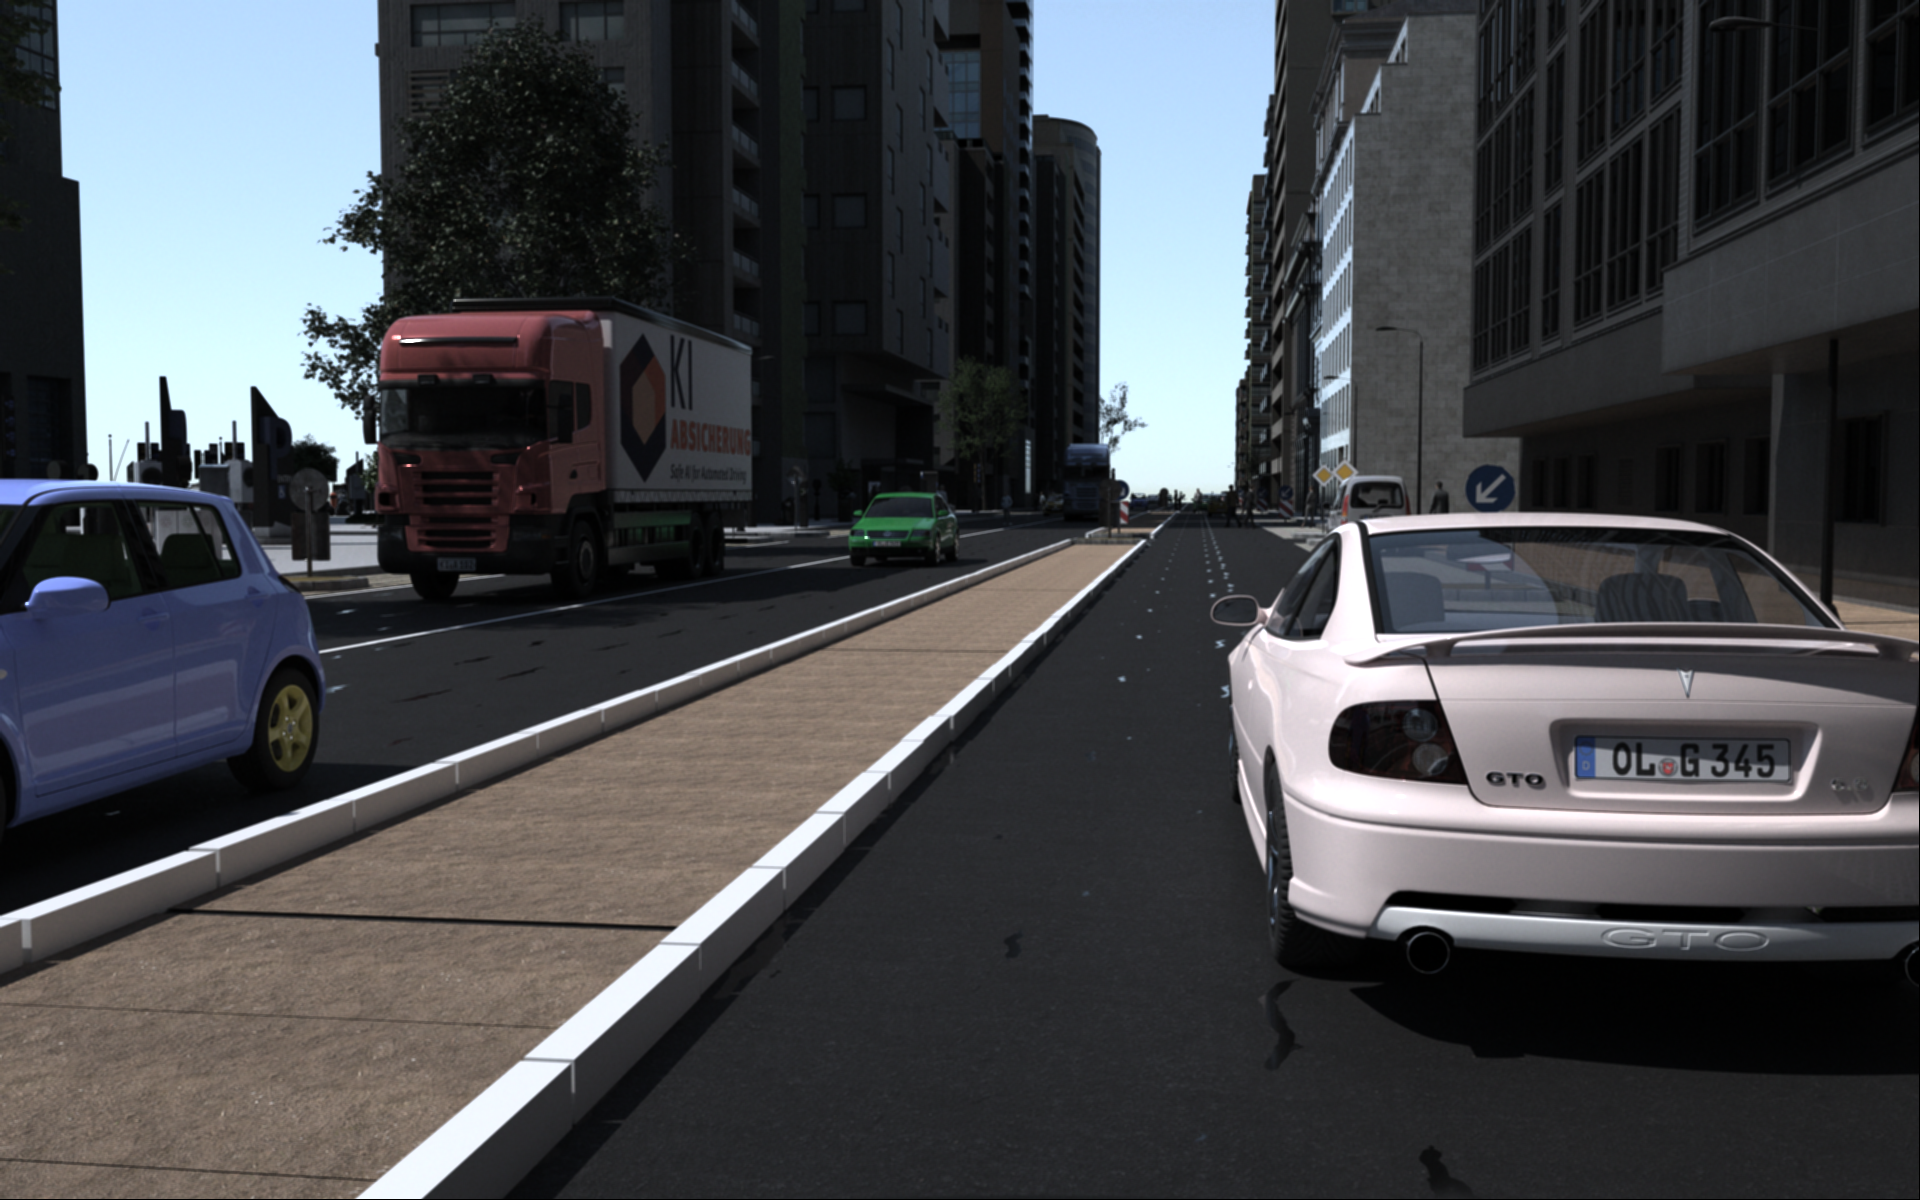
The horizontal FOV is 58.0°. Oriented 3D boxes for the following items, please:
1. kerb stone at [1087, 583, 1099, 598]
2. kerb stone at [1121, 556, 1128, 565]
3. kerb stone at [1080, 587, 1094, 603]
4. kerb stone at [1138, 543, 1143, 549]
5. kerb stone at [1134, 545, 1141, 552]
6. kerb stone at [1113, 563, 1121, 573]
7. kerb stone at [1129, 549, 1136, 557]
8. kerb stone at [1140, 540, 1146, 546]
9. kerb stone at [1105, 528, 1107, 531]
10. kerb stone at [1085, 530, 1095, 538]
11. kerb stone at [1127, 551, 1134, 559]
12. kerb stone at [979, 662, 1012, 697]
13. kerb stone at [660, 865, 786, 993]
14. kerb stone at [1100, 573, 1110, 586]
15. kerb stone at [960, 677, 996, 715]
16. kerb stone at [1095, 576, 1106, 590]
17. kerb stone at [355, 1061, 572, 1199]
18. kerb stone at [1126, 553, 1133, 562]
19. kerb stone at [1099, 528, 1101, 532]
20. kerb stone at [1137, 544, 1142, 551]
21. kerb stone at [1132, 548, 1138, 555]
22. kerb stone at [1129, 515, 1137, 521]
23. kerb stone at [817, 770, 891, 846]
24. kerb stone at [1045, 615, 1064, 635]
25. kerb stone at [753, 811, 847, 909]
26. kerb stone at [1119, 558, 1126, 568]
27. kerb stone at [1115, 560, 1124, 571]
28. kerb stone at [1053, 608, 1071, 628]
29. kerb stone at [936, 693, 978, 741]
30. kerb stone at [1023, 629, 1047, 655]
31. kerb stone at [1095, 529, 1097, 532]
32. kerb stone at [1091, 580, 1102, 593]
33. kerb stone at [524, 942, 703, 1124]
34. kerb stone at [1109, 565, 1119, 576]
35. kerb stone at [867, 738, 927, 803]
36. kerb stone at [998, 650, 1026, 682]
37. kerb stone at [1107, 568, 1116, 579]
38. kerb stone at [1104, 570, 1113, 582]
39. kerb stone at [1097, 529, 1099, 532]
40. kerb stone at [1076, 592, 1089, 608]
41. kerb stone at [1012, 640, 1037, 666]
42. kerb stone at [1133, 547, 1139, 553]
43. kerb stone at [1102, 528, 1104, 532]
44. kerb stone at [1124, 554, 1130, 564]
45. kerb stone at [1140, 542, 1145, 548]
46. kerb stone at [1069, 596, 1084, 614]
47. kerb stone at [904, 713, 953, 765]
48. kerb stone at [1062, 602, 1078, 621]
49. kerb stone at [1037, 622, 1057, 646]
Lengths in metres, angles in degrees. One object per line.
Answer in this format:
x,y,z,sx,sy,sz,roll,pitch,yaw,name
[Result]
1.778,-0.094,23.734,0.120,0.150,1.000,0,4,8,kerb stone
3.170,-0.717,33.915,0.120,0.150,1.000,0,4,8,kerb stone
1.630,-0.032,22.722,0.120,0.150,1.000,0,4,8,kerb stone
4.426,-1.269,43.090,0.120,0.150,1.000,0,4,8,kerb stone
4.147,-1.152,41.035,0.120,0.150,1.000,0,4,8,kerb stone
2.746,-0.524,30.856,0.120,0.150,1.000,0,4,8,kerb stone
3.729,-0.965,37.986,0.120,0.150,1.000,0,4,8,kerb stone
4.700,-1.402,45.116,0.120,0.150,1.000,0,4,8,kerb stone
5.345,-2.631,65.266,0.120,0.150,1.000,0,4,8,kerb stone
4.371,-2.198,58.130,0.120,0.150,1.000,0,4,8,kerb stone
3.589,-0.903,36.959,0.120,0.150,1.000,0,4,8,kerb stone
0.245,0.589,12.560,0.120,0.150,1.000,0,4,8,kerb stone
-0.732,1.024,5.448,0.120,0.150,1.000,0,4,8,kerb stone
2.192,-0.281,26.790,0.120,0.150,1.000,0,4,8,kerb stone
0.102,0.656,11.545,0.120,0.150,1.000,0,4,8,kerb stone
2.053,-0.219,25.776,0.120,0.150,1.000,0,4,8,kerb stone
-1.003,1.148,3.421,0.120,0.150,1.000,0,4,8,kerb stone
3.452,-0.841,35.946,0.120,0.150,1.000,0,4,8,kerb stone
4.789,-2.385,61.194,0.120,0.150,1.000,0,4,8,kerb stone
4.285,-1.215,42.062,0.120,0.150,1.000,0,4,8,kerb stone
3.863,-1.028,39.000,0.120,0.150,1.000,0,4,8,kerb stone
9.653,-4.559,96.732,0.120,0.150,1.000,0,4,8,kerb stone
-0.457,0.899,7.491,0.120,0.150,1.000,0,4,8,kerb stone
0.935,0.285,17.645,0.120,0.150,1.000,0,4,8,kerb stone
-0.592,0.962,6.461,0.120,0.150,1.000,0,4,8,kerb stone
3.026,-0.654,32.889,0.120,0.150,1.000,0,4,8,kerb stone
2.890,-0.592,31.876,0.120,0.150,1.000,0,4,8,kerb stone
1.074,0.217,18.666,0.120,0.150,1.000,0,4,8,kerb stone
-0.029,0.713,10.531,0.120,0.150,1.000,0,4,8,kerb stone
0.657,0.403,15.605,0.120,0.150,1.000,0,4,8,kerb stone
4.514,-2.260,59.151,0.120,0.150,1.000,0,4,8,kerb stone
1.912,-0.152,24.764,0.120,0.150,1.000,0,4,8,kerb stone
-0.866,1.086,4.434,0.120,0.150,1.000,0,4,8,kerb stone
2.617,-0.467,29.828,0.120,0.150,1.000,0,4,8,kerb stone
-0.313,0.837,8.504,0.120,0.150,1.000,0,4,8,kerb stone
0.390,0.530,13.577,0.120,0.150,1.000,0,4,8,kerb stone
2.471,-0.400,28.817,0.120,0.150,1.000,0,4,8,kerb stone
2.328,-0.343,27.804,0.120,0.150,1.000,0,4,8,kerb stone
4.657,-2.323,60.180,0.120,0.150,1.000,0,4,8,kerb stone
1.497,0.030,21.708,0.120,0.150,1.000,0,4,8,kerb stone
0.519,0.472,14.593,0.120,0.150,1.000,0,4,8,kerb stone
4.002,-1.084,40.016,0.120,0.150,1.000,0,4,8,kerb stone
5.067,-2.509,63.225,0.120,0.150,1.000,0,4,8,kerb stone
3.305,-0.779,34.935,0.120,0.150,1.000,0,4,8,kerb stone
4.570,-1.335,44.102,0.120,0.150,1.000,0,4,8,kerb stone
1.359,0.092,20.692,0.120,0.150,1.000,0,4,8,kerb stone
-0.183,0.775,9.520,0.120,0.150,1.000,0,4,8,kerb stone
1.220,0.155,19.678,0.120,0.150,1.000,0,4,8,kerb stone
0.806,0.347,16.629,0.120,0.150,1.000,0,4,8,kerb stone
